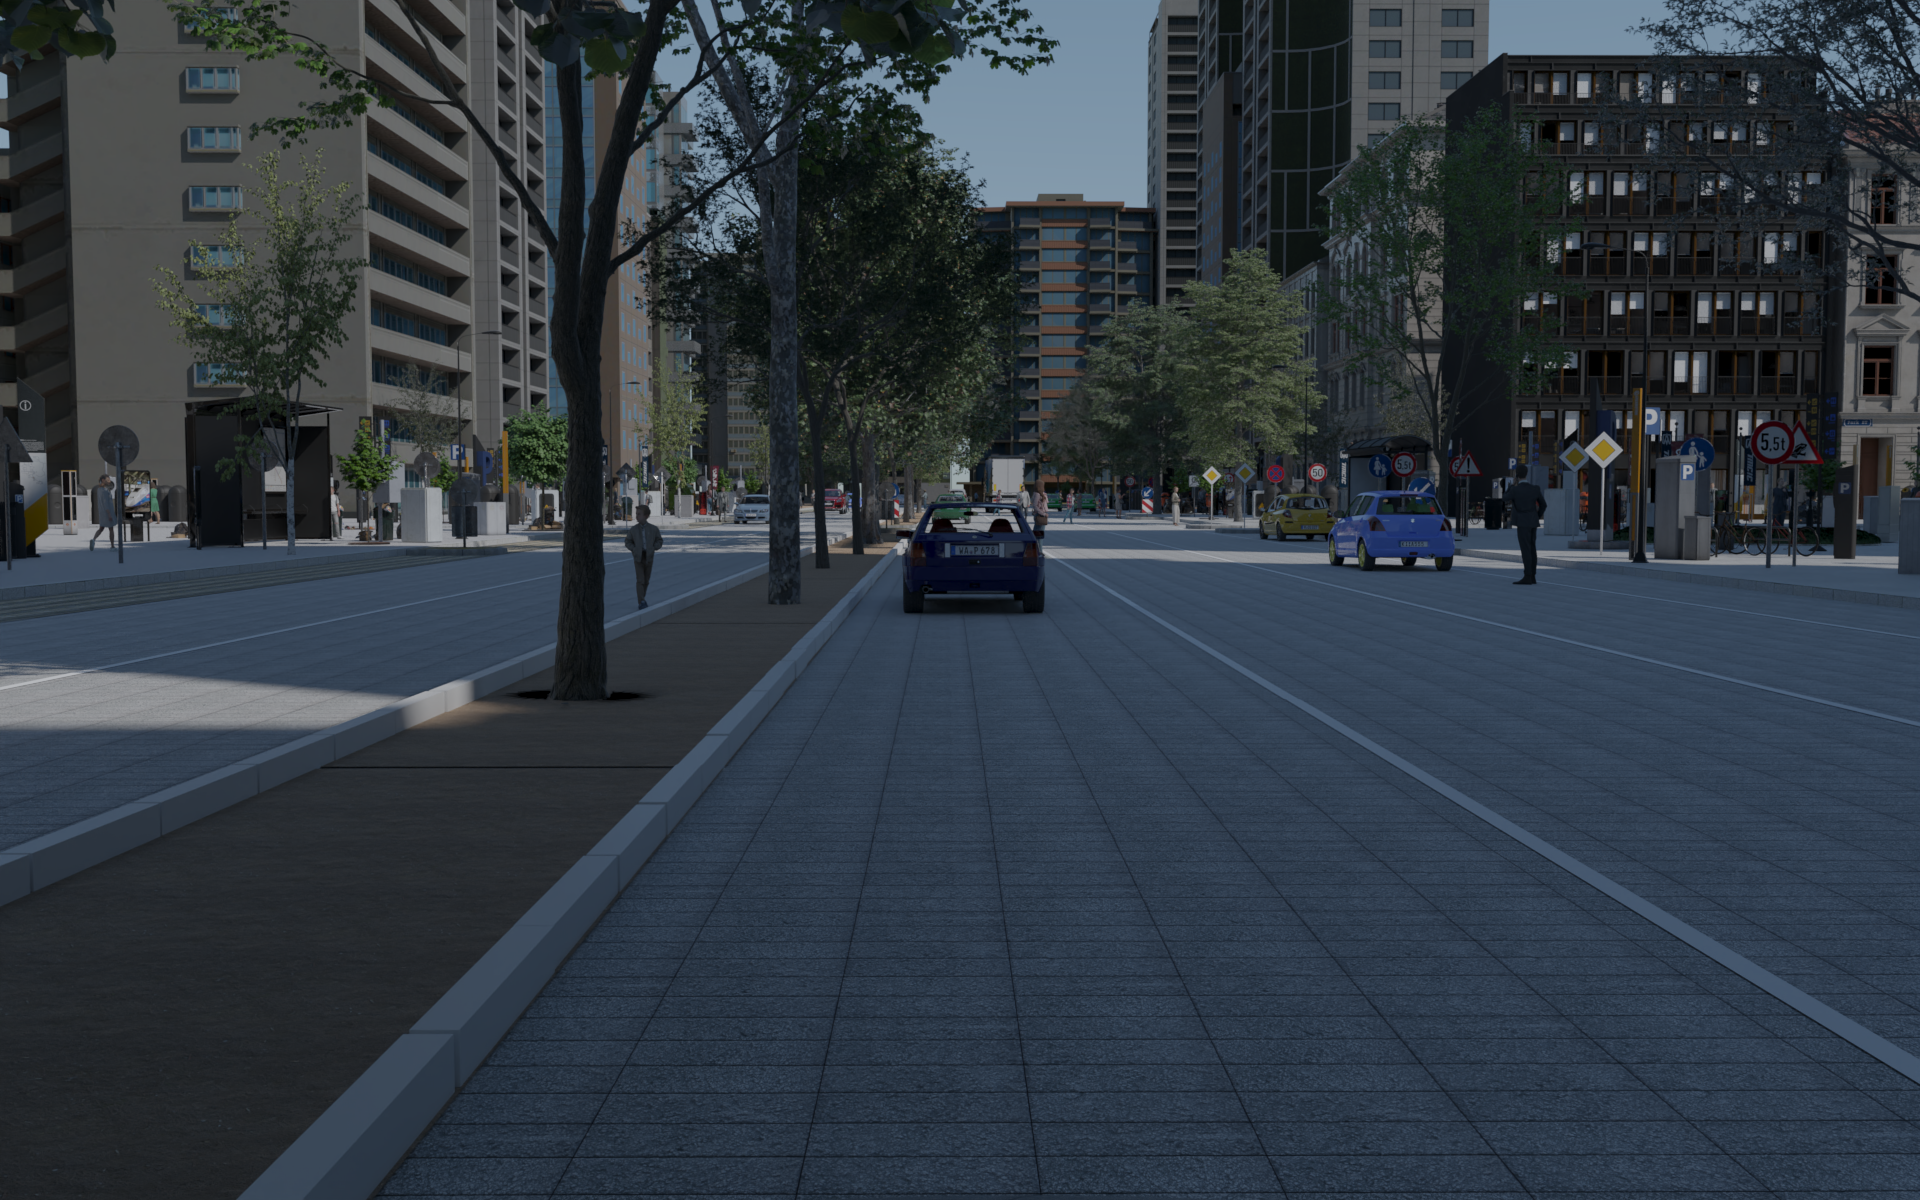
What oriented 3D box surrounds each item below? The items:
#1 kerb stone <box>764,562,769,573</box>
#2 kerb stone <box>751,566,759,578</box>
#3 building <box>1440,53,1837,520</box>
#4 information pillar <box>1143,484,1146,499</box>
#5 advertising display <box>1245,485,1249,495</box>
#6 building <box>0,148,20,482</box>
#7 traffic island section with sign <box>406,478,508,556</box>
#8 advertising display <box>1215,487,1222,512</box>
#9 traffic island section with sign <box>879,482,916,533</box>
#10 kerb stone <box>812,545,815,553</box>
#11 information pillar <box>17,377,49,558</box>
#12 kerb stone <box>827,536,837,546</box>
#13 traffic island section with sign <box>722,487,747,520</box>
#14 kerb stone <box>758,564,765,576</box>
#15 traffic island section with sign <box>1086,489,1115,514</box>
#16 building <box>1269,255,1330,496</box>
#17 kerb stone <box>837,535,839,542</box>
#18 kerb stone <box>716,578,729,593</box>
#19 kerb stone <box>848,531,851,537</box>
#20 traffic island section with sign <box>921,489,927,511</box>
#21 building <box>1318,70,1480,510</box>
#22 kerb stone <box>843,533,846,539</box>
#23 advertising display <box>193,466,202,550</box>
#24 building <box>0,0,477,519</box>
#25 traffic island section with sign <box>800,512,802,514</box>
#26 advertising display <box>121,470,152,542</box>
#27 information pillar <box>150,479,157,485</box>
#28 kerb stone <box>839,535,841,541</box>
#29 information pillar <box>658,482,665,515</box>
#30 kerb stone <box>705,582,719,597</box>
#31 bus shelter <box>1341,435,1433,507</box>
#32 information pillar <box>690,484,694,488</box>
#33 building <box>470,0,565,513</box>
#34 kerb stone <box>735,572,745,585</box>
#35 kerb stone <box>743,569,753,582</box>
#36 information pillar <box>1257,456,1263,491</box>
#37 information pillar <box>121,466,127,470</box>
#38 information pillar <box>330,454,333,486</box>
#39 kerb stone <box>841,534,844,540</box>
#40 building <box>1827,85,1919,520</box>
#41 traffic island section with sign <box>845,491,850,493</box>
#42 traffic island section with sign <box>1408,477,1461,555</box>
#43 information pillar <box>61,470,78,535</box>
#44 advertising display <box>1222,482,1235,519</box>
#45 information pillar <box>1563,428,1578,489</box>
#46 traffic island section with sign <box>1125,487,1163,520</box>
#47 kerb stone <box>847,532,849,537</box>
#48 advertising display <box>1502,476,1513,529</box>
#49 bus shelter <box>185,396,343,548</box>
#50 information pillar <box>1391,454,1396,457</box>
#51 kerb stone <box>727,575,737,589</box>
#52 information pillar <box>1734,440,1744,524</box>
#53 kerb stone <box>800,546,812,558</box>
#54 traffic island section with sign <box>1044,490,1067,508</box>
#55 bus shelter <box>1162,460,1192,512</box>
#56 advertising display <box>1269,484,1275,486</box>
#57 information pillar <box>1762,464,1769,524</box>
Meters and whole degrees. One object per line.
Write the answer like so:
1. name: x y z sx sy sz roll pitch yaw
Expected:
1. kerb stone: -3.558 -0.556 31.283 0.120 0.150 1.000 0 4 0
2. kerb stone: -3.549 -0.430 29.228 0.120 0.150 1.000 0 4 0
3. building: 35.103 -16.008 91.408 15.834 23.373 12.332 0 4 0
4. information pillar: 14.074 -7.843 132.716 0.304 2.012 0.304 -1 4 -21
5. advertising display: 20.045 -7.087 121.087 0.123 1.923 0.974 0 4 2
6. building: -66.692 -15.481 98.147 28.899 21.520 27.650 0 4 0
7. traffic island section with sign: -11.803 -1.973 40.885 1.989 1.847 2.006 0 4 0
8. advertising display: 19.250 -7.407 126.312 0.974 1.923 0.123 -2 4 -26
9. traffic island section with sign: -2.748 -3.420 64.047 2.006 1.907 1.989 0 4 0
10. kerb stone: -3.633 -1.178 41.543 0.120 0.150 1.000 0 4 0
11. information pillar: -18.700 -2.664 34.916 0.504 3.616 0.183 -1 4 -19
12. kerb stone: -3.692 -1.685 49.748 0.120 0.150 1.000 0 4 0
13. traffic island section with sign: -12.223 -5.409 97.057 1.989 1.847 2.006 0 4 0
14. kerb stone: -3.555 -0.492 30.250 0.120 0.150 1.000 0 4 0
15. traffic island section with sign: 10.087 -7.092 124.583 1.989 1.847 2.006 0 4 0
16. building: 31.070 -17.675 138.144 9.793 20.994 18.267 0 4 0
17. kerb stone: -3.699 -1.747 50.773 0.120 0.150 1.000 0 4 0
18. kerb stone: -3.518 -0.179 25.123 0.120 0.150 1.000 0 4 0
19. kerb stone: -3.756 -2.124 56.919 0.120 0.150 1.000 0 4 0
20. traffic island section with sign: -3.359 -8.468 146.591 2.006 1.907 1.989 0 4 0
21. building: 33.433 -20.163 117.060 14.401 28.519 23.554 0 4 0
22. kerb stone: -3.726 -1.935 53.846 0.120 0.150 1.000 0 4 0
23. advertising display: -17.623 -2.130 40.038 0.123 1.923 0.974 -2 4 -26
24. building: -41.527 -29.085 99.237 21.300 48.544 21.600 0 4 0
25. traffic island section with sign: -12.429 -7.121 125.057 1.989 1.847 2.006 0 4 0
26. advertising display: -22.109 -2.524 46.475 0.123 1.923 0.974 1 4 17
27. information pillar: -38.799 -4.820 83.294 0.304 2.012 0.304 2 4 35
28. kerb stone: -3.712 -1.805 51.800 0.120 0.150 1.000 0 4 0
29. information pillar: -18.098 -6.153 105.090 0.304 2.012 0.304 -3 4 -38
30. kerb stone: -3.512 -0.117 24.101 0.120 0.150 1.000 0 4 0
31. bus shelter: 15.220 -4.151 61.788 2.014 3.302 5.546 0 4 -1
32. information pillar: -19.011 -7.228 122.666 0.304 2.012 0.304 -1 4 -22
33. building: -39.721 -42.163 127.611 20.563 71.187 20.611 0 4 0
34. kerb stone: -3.531 -0.304 27.172 0.120 0.150 1.000 0 4 0
35. kerb stone: -3.533 -0.366 28.202 0.120 0.150 1.000 0 4 0
36. information pillar: 18.906 -7.206 109.175 0.504 3.616 0.183 -3 4 -38
37. information pillar: -40.728 -5.690 84.393 0.183 3.616 0.504 0 4 -2
38. information pillar: -31.816 -5.860 87.172 0.504 3.616 0.183 -1 4 -19
39. kerb stone: -3.715 -1.873 52.823 0.120 0.150 1.000 0 4 0
40. building: 53.601 -15.573 90.773 21.152 22.565 11.583 0 4 0
41. traffic island section with sign: -12.988 -11.756 200.836 1.989 1.847 2.006 0 4 0
42. traffic island section with sign: 10.718 -2.004 41.397 1.989 1.847 2.006 0 4 0
43. information pillar: -27.775 -3.030 54.029 0.304 2.012 0.304 0 4 7
44. advertising display: 14.249 -5.248 91.022 0.123 1.923 0.974 -2 4 -25
45. information pillar: 21.726 -4.298 61.621 0.504 3.616 0.183 2 4 34
46. traffic island section with sign: 10.300 -5.403 96.967 1.989 1.847 2.006 0 4 0
47. kerb stone: -3.742 -2.058 55.894 0.120 0.150 1.000 0 4 0
48. advertising display: 20.059 -3.559 63.411 0.123 1.923 0.974 3 4 36
49. bus shelter: -17.718 -3.252 44.448 1.731 3.624 6.357 0 4 0
50. information pillar: 18.938 -5.163 75.772 0.183 3.616 0.504 0 4 -7
51. kerb stone: -3.519 -0.242 26.150 0.120 0.150 1.000 0 4 0
52. information pillar: 33.529 -5.089 74.553 0.504 3.616 0.183 -2 4 -32
53. kerb stone: -3.628 -1.121 40.517 0.120 0.150 1.000 0 4 0
54. traffic island section with sign: 9.727 -10.107 173.873 1.989 1.847 2.006 0 4 0
55. bus shelter: 14.964 -7.922 120.809 1.731 3.624 6.357 0 4 0
56. advertising display: 19.829 -6.333 108.752 0.974 1.923 0.123 2 4 33
57. information pillar: 34.325 -5.034 73.663 0.183 3.616 0.504 1 4 14
